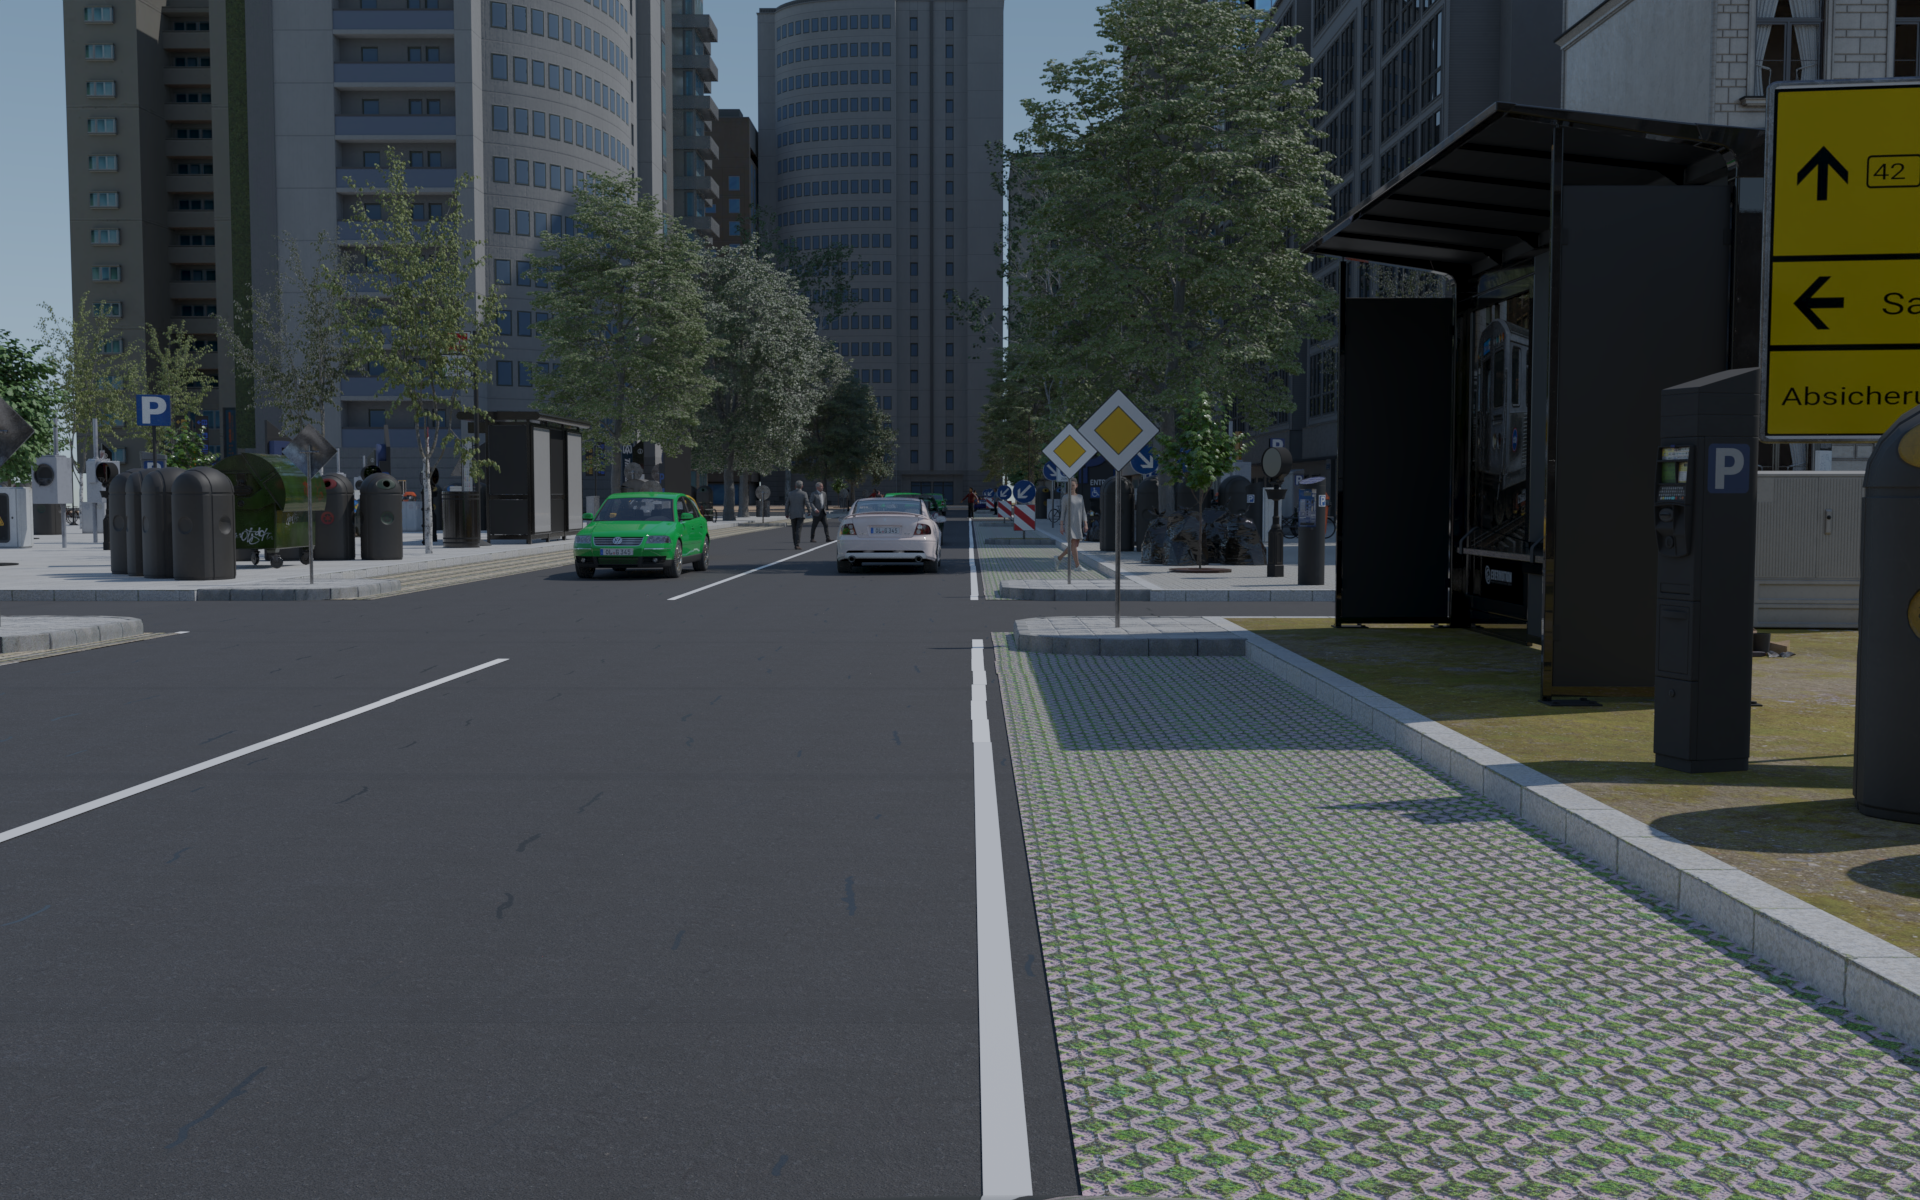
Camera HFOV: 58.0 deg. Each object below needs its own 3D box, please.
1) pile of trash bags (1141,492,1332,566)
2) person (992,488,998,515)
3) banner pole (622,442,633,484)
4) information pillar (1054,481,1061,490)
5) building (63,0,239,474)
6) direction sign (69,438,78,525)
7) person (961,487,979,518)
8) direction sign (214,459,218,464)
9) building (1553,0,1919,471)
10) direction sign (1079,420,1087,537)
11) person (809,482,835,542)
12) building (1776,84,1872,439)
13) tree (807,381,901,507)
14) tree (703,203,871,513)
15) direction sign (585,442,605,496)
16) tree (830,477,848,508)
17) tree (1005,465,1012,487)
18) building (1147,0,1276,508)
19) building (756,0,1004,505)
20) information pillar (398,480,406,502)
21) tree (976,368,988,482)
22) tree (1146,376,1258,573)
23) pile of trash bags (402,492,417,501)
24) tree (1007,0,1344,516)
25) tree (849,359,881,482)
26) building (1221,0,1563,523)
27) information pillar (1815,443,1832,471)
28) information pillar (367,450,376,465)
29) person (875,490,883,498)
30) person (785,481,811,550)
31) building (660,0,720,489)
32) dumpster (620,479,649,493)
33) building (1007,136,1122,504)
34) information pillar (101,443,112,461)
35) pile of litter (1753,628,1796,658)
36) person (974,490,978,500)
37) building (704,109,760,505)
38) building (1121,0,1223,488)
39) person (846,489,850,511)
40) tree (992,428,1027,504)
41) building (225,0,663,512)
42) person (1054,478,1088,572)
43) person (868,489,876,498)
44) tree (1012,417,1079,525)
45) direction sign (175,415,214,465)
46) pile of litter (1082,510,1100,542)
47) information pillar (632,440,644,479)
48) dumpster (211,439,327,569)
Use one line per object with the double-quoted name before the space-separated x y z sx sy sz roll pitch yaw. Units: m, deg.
"pile of trash bags" 5.111 -1.350 31.818 3.447 1.369 1.912 0 4 -5
"person" 2.394 -6.692 117.901 0.705 1.826 1.348 -1 4 -10
"banner pole" -14.196 -5.086 73.171 0.863 3.779 0.401 -1 4 -9
"information pillar" 5.393 -5.549 95.214 0.304 2.012 0.304 -3 5 -40
"building" -63.050 -32.398 153.405 21.600 48.544 21.300 0 4 0
"direction sign" -36.264 -4.817 70.752 0.379 3.537 0.876 -2 4 -28
"person" 0.620 -5.712 101.853 1.348 1.831 0.705 3 4 39
"direction sign" -42.726 -6.529 98.740 0.876 3.537 0.379 0 4 -4
"building" 24.478 -10.744 40.288 19.286 19.102 10.561 0 4 0
"direction sign" 3.637 -3.644 51.578 0.379 3.537 0.876 1 4 17
"person" -4.112 -2.592 51.277 0.834 1.777 0.661 3 4 37
"building" 65.436 -32.371 152.959 21.600 48.544 21.300 0 4 0
"tree" -10.648 -15.633 172.601 9.611 12.733 9.660 0 3 0
"tree" -12.918 -15.884 115.593 12.611 20.169 13.585 0 3 0
"direction sign" -15.824 -5.088 75.191 0.876 3.537 0.379 0 4 7
"tree" -11.201 -10.211 161.543 1.663 3.219 1.824 0 3 0
"tree" 5.387 -9.796 143.884 4.285 4.588 4.351 0 3 0
"building" 26.522 -49.730 125.758 22.319 86.520 31.000 0 4 0
"building" -9.121 -40.471 203.694 28.212 58.520 21.231 0 4 0
"information pillar" -30.075 -5.438 93.411 0.304 2.012 0.304 0 4 6
"tree" 4.760 -11.657 108.723 7.486 12.596 7.792 0 3 0
"tree" 3.832 -2.072 28.483 1.663 3.219 1.824 0 3 0
"pile of trash bags" -22.768 -4.069 76.282 3.447 1.369 1.912 -1 4 -13
"tree" 4.764 -7.224 36.239 7.486 12.596 7.792 0 3 0
"tree" -10.826 -14.190 138.666 9.857 13.997 8.962 0 3 0
"building" 21.757 -17.943 86.871 14.314 27.812 24.014 0 4 0
"information pillar" 16.484 -2.552 33.088 0.504 3.616 0.183 -3 4 -37
"information pillar" -31.029 -6.121 91.425 0.504 3.616 0.183 1 4 17
"person" -4.717 -5.565 100.965 0.415 1.643 0.593 3 4 36
"person" -4.184 -2.201 44.887 0.661 1.777 0.834 0 4 5
"building" -37.028 -32.570 152.130 30.456 49.044 23.786 0 4 0
"dumpster" -12.474 -3.770 67.392 1.264 1.857 1.865 0 4 0
"building" 12.592 -31.637 200.855 14.086 41.232 14.154 0 4 0
"information pillar" -39.544 -5.441 80.310 0.183 3.616 0.504 2 4 32
"pile of litter" 6.074 -0.023 14.340 1.176 0.858 1.719 -1 4 -14
"person" 1.399 -9.458 163.239 1.348 1.812 0.705 2 4 25
"building" -30.606 -33.717 201.384 14.200 45.320 14.600 0 4 0
"building" 25.885 -32.383 153.172 21.300 48.544 21.600 0 4 0
"person" -8.901 -7.865 137.100 0.705 1.823 1.348 -1 4 -9
"tree" 5.193 -13.270 167.331 4.360 8.622 3.978 0 3 0
"building" -32.558 -34.964 113.663 21.231 58.520 28.212 0 4 0
"person" 2.035 -1.389 31.958 0.760 1.731 0.466 2 4 32
"person" -6.403 -7.401 129.450 1.348 1.831 0.705 2 4 25
"tree" 4.940 -5.418 72.302 4.285 4.588 4.351 0 3 0
"direction sign" -22.131 -3.547 49.991 0.876 3.537 0.379 -2 4 -28
"pile of litter" 3.840 -2.017 46.949 1.176 0.858 1.719 0 4 -3
"information pillar" -13.430 -4.958 72.426 0.504 3.616 0.183 0 4 -6
"dumpster" -12.244 -1.712 30.483 1.502 2.255 1.985 0 4 0
